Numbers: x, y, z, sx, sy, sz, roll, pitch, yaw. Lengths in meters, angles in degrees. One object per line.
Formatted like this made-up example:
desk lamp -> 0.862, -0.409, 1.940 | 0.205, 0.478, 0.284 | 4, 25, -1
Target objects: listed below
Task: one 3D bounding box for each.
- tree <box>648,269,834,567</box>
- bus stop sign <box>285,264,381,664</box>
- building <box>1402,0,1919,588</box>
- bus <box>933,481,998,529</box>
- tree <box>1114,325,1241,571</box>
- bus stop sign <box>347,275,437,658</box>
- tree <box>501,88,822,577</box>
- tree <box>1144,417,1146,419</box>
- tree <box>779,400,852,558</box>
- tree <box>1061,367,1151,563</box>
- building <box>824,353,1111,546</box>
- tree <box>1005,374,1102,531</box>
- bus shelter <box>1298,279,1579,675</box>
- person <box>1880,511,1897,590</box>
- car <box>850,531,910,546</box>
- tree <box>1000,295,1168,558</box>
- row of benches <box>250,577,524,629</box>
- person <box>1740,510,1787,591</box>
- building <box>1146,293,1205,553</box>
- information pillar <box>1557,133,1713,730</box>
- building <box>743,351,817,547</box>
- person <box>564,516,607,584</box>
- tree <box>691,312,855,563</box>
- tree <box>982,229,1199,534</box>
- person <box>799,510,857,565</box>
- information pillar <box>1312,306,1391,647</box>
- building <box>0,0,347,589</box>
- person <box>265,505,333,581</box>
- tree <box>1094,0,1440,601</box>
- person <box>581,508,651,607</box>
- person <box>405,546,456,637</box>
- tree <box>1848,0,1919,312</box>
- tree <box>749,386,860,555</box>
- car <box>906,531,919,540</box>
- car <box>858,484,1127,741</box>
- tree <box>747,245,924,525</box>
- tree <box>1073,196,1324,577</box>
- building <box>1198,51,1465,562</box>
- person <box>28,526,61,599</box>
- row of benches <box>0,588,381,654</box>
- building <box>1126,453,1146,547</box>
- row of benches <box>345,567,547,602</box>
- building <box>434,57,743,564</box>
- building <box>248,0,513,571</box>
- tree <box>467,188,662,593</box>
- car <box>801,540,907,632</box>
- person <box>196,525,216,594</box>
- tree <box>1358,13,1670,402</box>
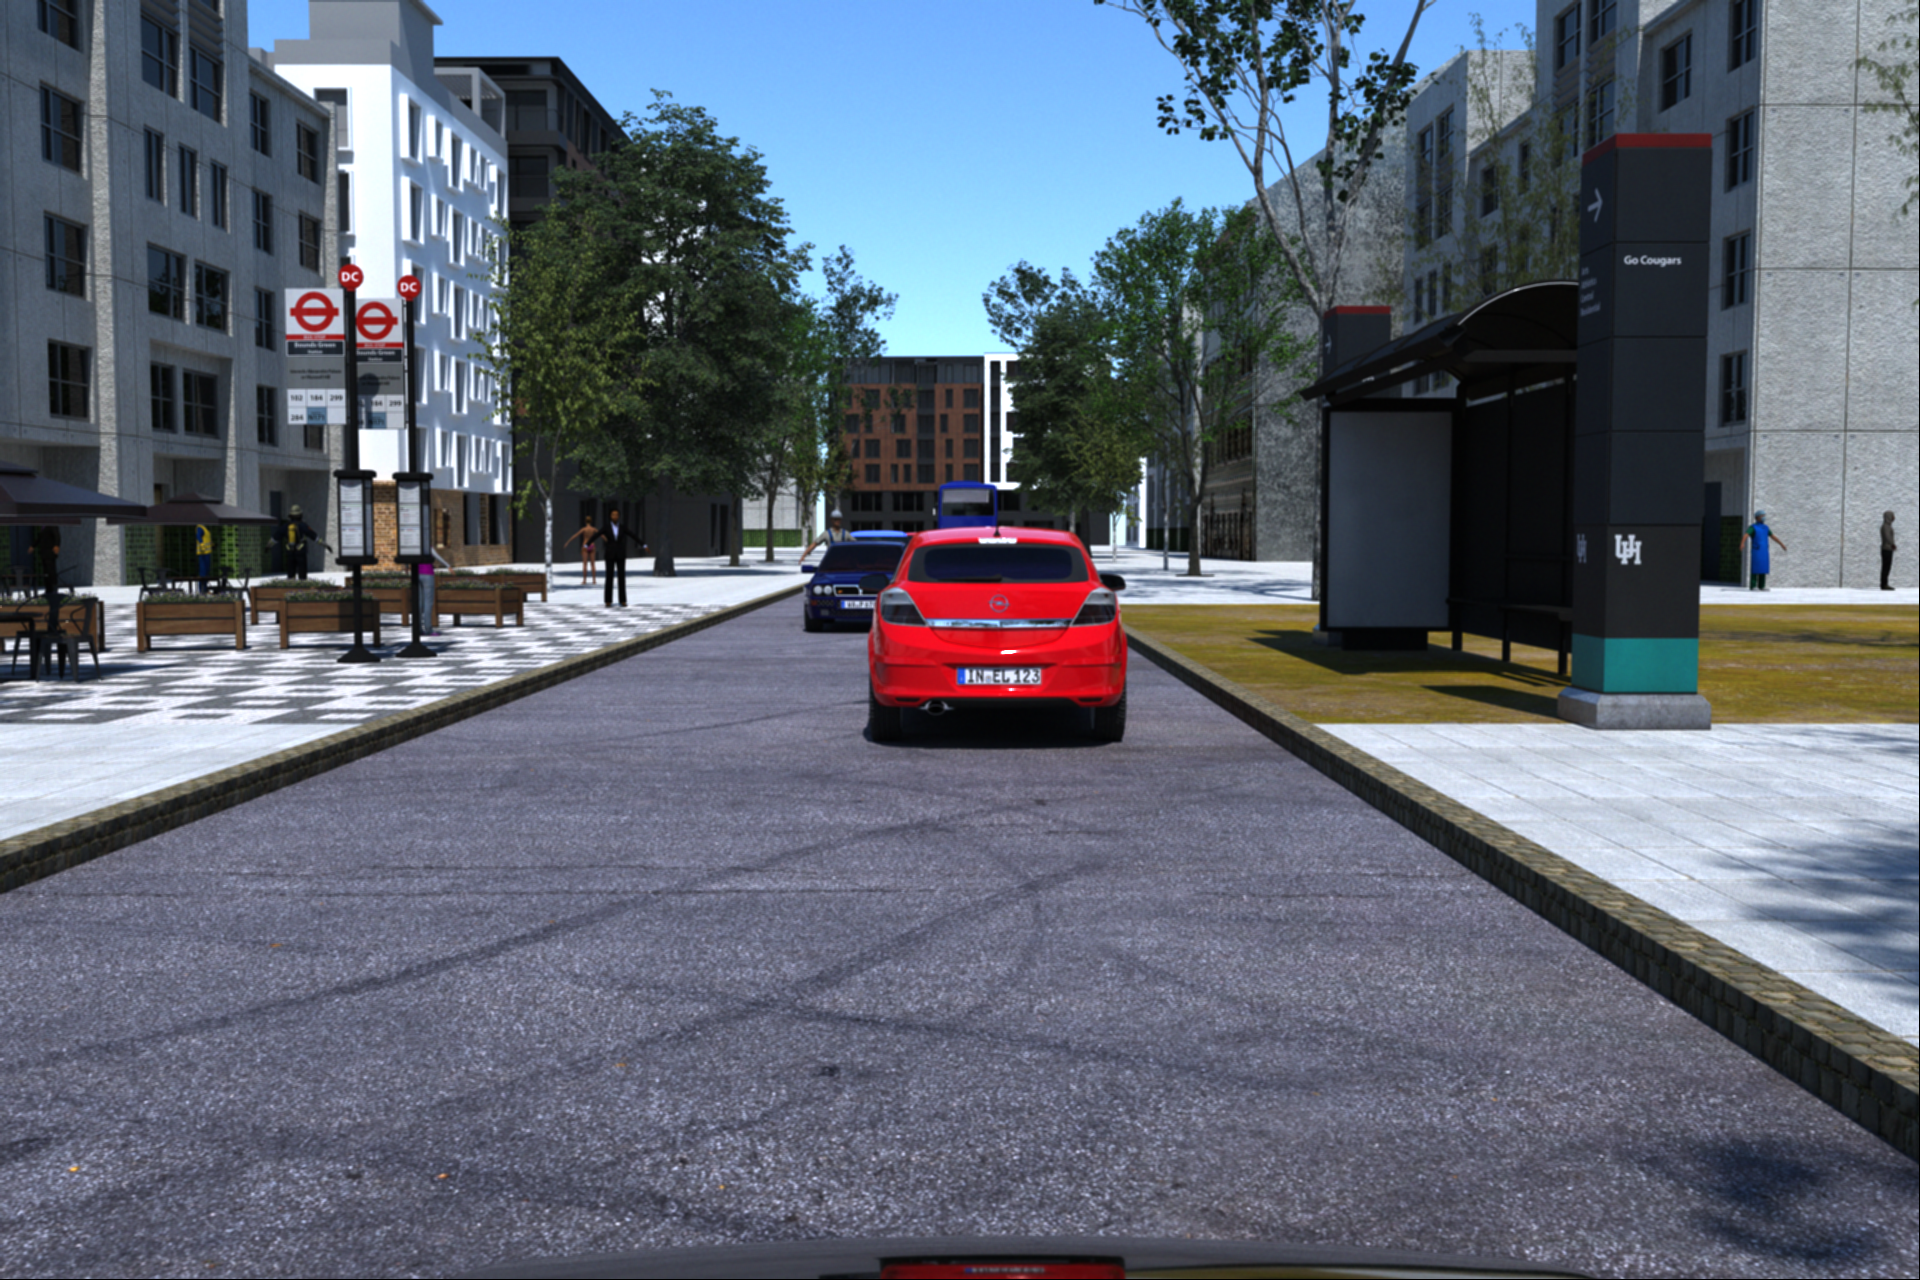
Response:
tree -> -8.642, -8.658, 67.319 | 9.928, 11.665, 9.643 | 0, 3, 0
bus stop sign -> -6.243, -1.745, 17.233 | 0.855, 3.939, 0.416 | 0, 4, -1
building -> 26.947, -11.619, 56.435 | 16.747, 18.905, 31.486 | 0, 4, -1
bus -> 0.223, -5.364, 79.247 | 2.896, 3.916, 12.251 | 0, 4, -1
tree -> 7.018, -6.748, 60.687 | 4.360, 8.622, 3.978 | 0, 3, 0
bus stop sign -> -5.894, -1.789, 17.959 | 0.855, 3.939, 0.416 | 0, 4, 1
tree -> -8.849, -8.866, 51.619 | 9.857, 13.997, 8.962 | 0, 3, 0
tree -> 25.026, -21.313, 204.359 | 12.611, 20.169, 13.585 | 0, 3, 0
tree -> -8.084, -8.750, 93.428 | 4.737, 8.622, 4.395 | 0, 3, 0
tree -> 6.646, -7.648, 75.410 | 4.737, 8.622, 4.395 | 0, 3, 0
building -> 1.268, -22.110, 207.933 | 32.646, 21.610, 27.936 | 0, 4, 3
tree -> 7.006, -12.264, 118.648 | 7.486, 12.596, 7.792 | 0, 3, 0
bus shelter -> 4.769, -1.383, 16.543 | 2.014, 3.302, 5.546 | 0, 3, 0
person -> 21.283, -2.053, 39.694 | 0.705, 1.813, 1.348 | 2, 4, 24
car -> -1.576, -1.438, 33.107 | 1.945, 1.707, 3.694 | 0, 4, 0
tree -> 6.691, -11.335, 91.977 | 9.857, 13.997, 8.962 | 0, 3, 0
row of benches -> -8.124, -0.539, 24.269 | 4.104, 0.672, 1.422 | 1, 4, 15
person -> 17.975, -2.004, 38.887 | 1.347, 1.817, 0.704 | -1, 4, -22
building -> 24.369, -16.334, 133.512 | 16.747, 18.905, 31.486 | 0, 4, 0
information pillar -> 4.537, -1.358, 11.582 | 0.750, 3.857, 0.750 | 0, 4, 0
building -> -24.474, -19.297, 181.960 | 16.747, 18.905, 31.486 | 0, 4, -1
person -> -9.507, -2.291, 44.260 | 1.217, 1.733, 0.721 | -2, 4, -27
tree -> -8.417, -9.301, 77.822 | 9.928, 11.665, 9.643 | 0, 3, 0
tree -> 8.280, -15.349, 106.839 | 12.611, 20.169, 13.585 | 0, 3, 0
person -> -2.110, -1.306, 29.660 | 1.347, 1.847, 0.705 | -1, 4, -15
information pillar -> 4.556, -1.874, 20.014 | 0.750, 3.857, 0.750 | 0, 4, -2
building -> -28.899, -10.736, 41.990 | 16.747, 18.905, 31.486 | 0, 4, 0
person -> -13.286, -1.770, 34.722 | 1.354, 1.856, 0.705 | 0, 4, 0
tree -> 5.784, -10.866, 33.544 | 12.611, 20.169, 13.585 | 0, 3, 0
person -> -6.072, -1.457, 30.550 | 1.216, 1.740, 0.721 | -1, 4, -19
person -> -6.674, -0.764, 21.752 | 0.991, 1.433, 0.599 | 3, 4, 37
tree -> 10.721, -4.113, 17.617 | 4.360, 8.622, 3.978 | 0, 3, 0
tree -> -9.438, -10.355, 103.710 | 7.601, 10.594, 8.767 | 0, 4, 2
car -> -1.292, -2.689, 53.013 | 2.155, 1.783, 4.494 | 0, 4, 0
car -> 0.258, -0.272, 13.486 | 2.155, 1.783, 4.494 | 0, 3, 0
tree -> -8.887, -15.915, 116.107 | 12.611, 20.169, 13.585 | 0, 3, 0
tree -> 7.216, -7.743, 52.353 | 9.928, 11.665, 9.643 | 0, 3, 0
building -> 22.863, -15.741, 88.294 | 19.493, 23.208, 18.063 | 0, 4, 0
person -> -17.950, -1.702, 34.058 | 1.346, 1.802, 0.704 | 3, 5, 42
row of benches -> -8.390, -0.225, 19.140 | 4.104, 0.672, 1.422 | -1, 4, -19
building -> 21.667, -13.702, 166.173 | 9.099, 9.664, 28.070 | 0, 3, 0
row of benches -> -9.220, -0.956, 31.086 | 1.422, 0.672, 4.104 | 3, 4, 36
building -> -27.545, -15.104, 90.920 | 27.936, 21.610, 32.646 | 0, 4, 1
building -> -24.152, -12.508, 60.920 | 16.016, 20.090, 11.380 | 0, 4, 1
tree -> -8.916, -5.360, 37.990 | 4.737, 8.622, 4.395 | 0, 3, 0
car -> -1.423, -0.861, 26.665 | 1.945, 1.354, 3.894 | 0, 3, 0
person -> -15.789, -1.828, 36.359 | 0.721, 1.772, 1.216 | -1, 4, -13
tree -> 8.381, -4.530, 24.431 | 4.360, 8.622, 3.978 | 0, 3, 0
